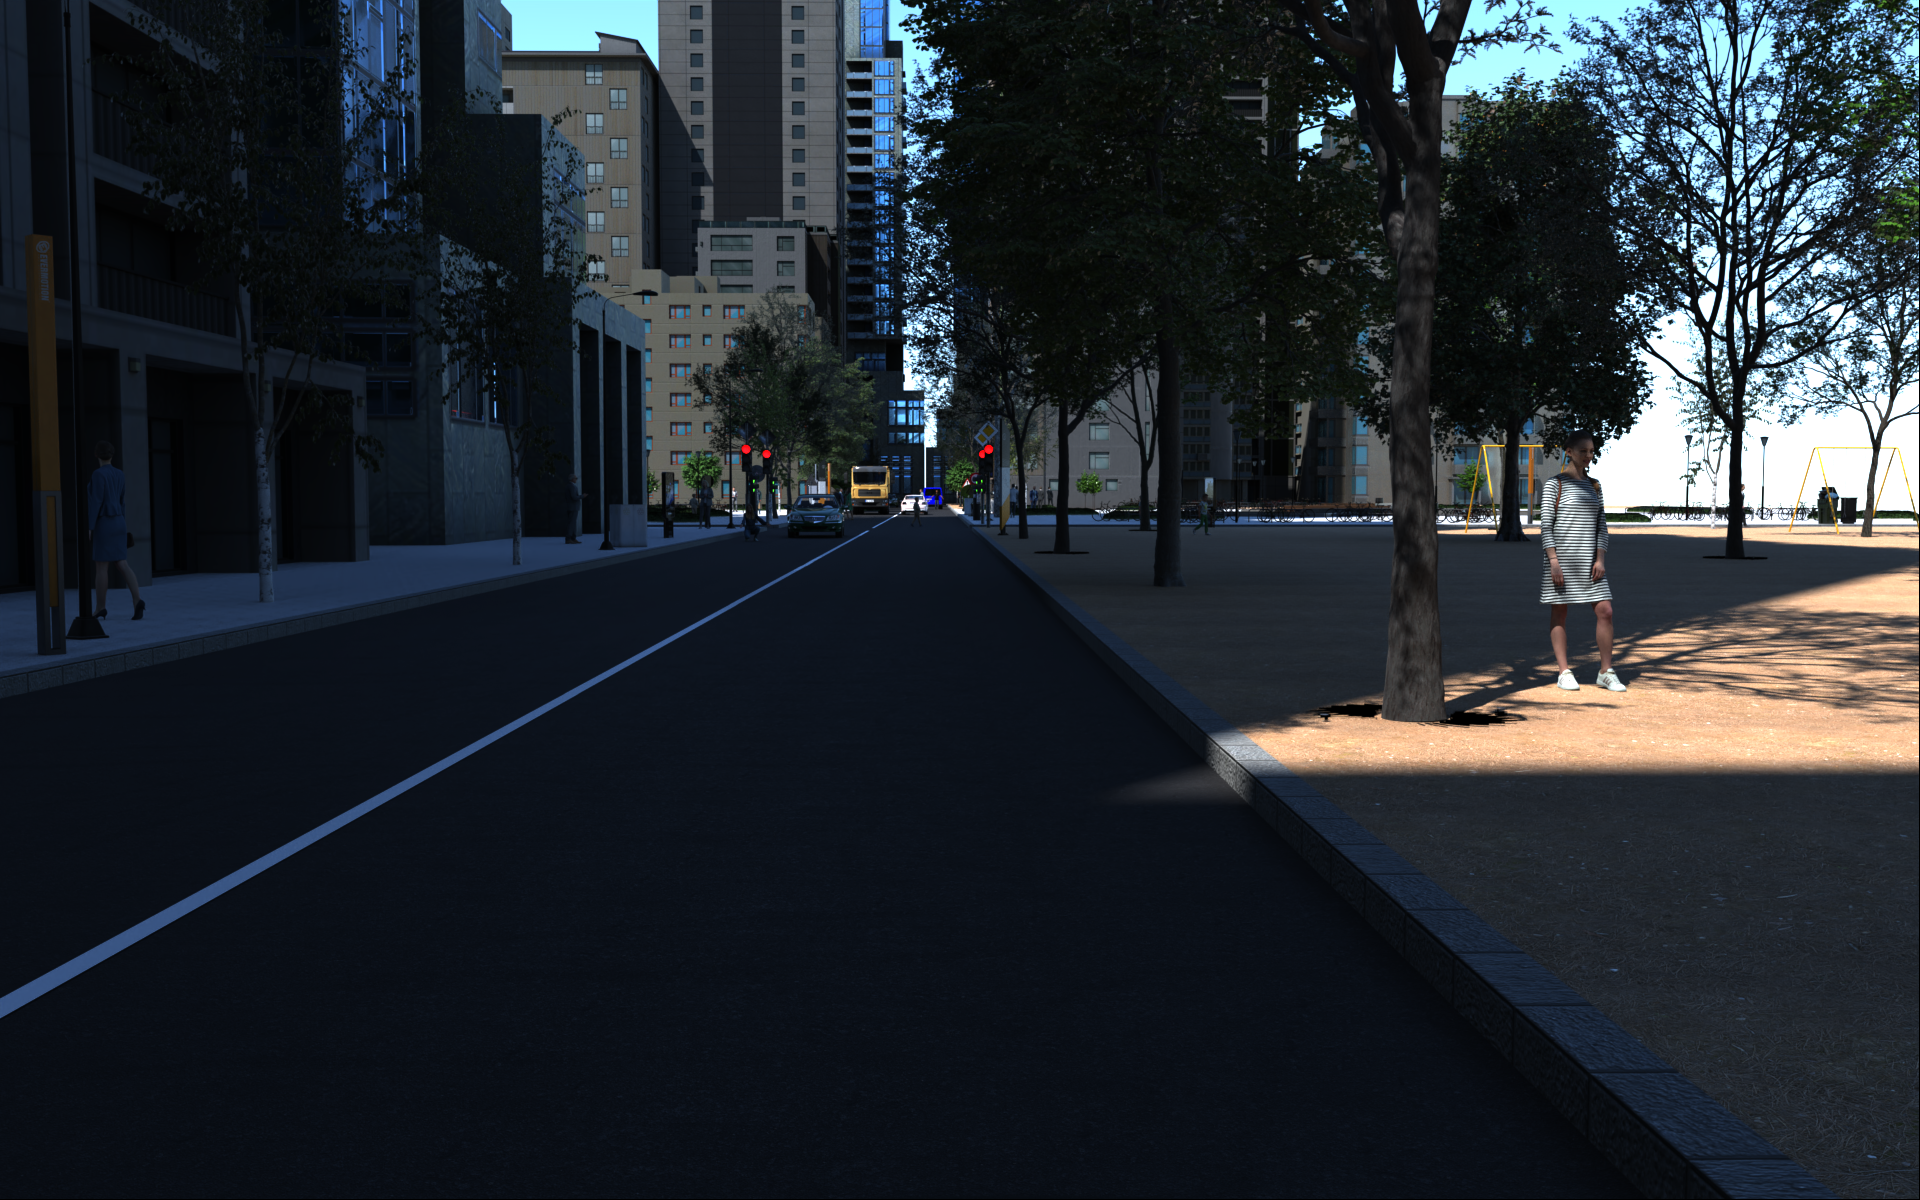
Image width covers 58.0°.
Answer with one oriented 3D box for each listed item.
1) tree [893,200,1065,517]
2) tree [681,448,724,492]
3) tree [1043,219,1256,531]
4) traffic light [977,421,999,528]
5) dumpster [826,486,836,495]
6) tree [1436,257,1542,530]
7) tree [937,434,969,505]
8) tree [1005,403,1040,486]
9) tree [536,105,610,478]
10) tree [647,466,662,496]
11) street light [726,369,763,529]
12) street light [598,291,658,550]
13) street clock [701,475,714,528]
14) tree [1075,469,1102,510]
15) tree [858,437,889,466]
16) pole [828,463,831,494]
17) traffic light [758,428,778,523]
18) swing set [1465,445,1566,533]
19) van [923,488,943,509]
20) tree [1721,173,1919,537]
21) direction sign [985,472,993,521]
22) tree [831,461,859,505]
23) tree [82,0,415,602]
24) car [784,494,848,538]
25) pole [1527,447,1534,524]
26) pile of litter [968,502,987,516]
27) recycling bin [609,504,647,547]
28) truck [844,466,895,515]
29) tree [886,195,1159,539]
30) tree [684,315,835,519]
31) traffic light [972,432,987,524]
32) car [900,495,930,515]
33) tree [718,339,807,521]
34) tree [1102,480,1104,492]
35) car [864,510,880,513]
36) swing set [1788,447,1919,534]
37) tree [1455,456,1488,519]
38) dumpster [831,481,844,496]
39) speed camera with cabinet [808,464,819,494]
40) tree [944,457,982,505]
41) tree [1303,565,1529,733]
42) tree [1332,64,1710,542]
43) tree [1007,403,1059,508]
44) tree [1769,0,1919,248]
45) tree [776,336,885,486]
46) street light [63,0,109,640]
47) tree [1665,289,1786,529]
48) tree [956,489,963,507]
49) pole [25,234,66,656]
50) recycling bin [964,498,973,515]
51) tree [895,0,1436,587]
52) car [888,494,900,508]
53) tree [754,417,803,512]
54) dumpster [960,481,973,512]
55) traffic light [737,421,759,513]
[{"bbox_3d":[3.394,-14.556,93.887,12.611,20.169,13.585,0,3,0],"label":"tree"},{"bbox_3d":[-18.356,-8.523,123.062,4.285,4.588,4.351,0,3,0],"label":"tree"},{"bbox_3d":[6.508,-8.204,59.898,9.928,11.665,9.643,0,3,0],"label":"tree"},{"bbox_3d":[1.070,-4.722,66.118,0.839,4.253,0.868,0,4,-1],"label":"traffic light"},{"bbox_3d":[-9.588,-7.286,124.892,1.264,1.857,1.865,0,4,-1],"label":"dumpster"},{"bbox_3d":[19.582,-8.314,61.691,9.928,11.665,9.643,0,3,0],"label":"tree"},{"bbox_3d":[-0.428,-15.585,205.171,4.360,8.622,3.978,0,3,0],"label":"tree"},{"bbox_3d":[4.496,-11.684,141.390,4.737,8.622,4.395,0,3,0],"label":"tree"},{"bbox_3d":[-8.153,-4.934,31.036,4.360,8.622,3.978,0,3,0],"label":"tree"},{"bbox_3d":[-21.626,-7.736,121.083,1.663,3.219,1.824,0,3,0],"label":"tree"},{"bbox_3d":[-7.986,-5.614,64.326,1.470,5.913,1.316,0,4,-1],"label":"street light"},{"bbox_3d":[-7.587,-4.105,39.665,1.470,5.913,1.316,0,4,-1],"label":"street light"},{"bbox_3d":[-9.617,-3.754,65.954,0.471,2.002,0.358,-1,4,-20],"label":"street clock"},{"bbox_3d":[9.742,-8.660,136.197,1.663,3.219,1.824,0,3,0],"label":"tree"},{"bbox_3d":[-10.978,-16.417,218.784,4.360,8.622,3.978,0,3,0],"label":"tree"},{"bbox_3d":[-8.635,-7.385,114.584,0.158,3.312,0.155,0,3,0],"label":"pole"},{"bbox_3d":[-8.206,-5.201,73.954,0.839,4.253,0.868,0,4,-1],"label":"traffic light"},{"bbox_3d":[18.022,-3.546,55.598,3.119,2.851,2.862,0,4,-4],"label":"swing set"},{"bbox_3d":[-2.633,-9.795,164.532,2.240,2.365,5.245,0,4,-3],"label":"van"},{"bbox_3d":[26.933,-7.126,50.916,8.767,10.594,7.601,0,4,6],"label":"tree"},{"bbox_3d":[1.419,-5.597,83.500,0.379,3.537,0.876,-1,4,-20],"label":"direction sign"},{"bbox_3d":[-10.648,-10.824,160.683,4.285,4.588,4.351,0,3,0],"label":"tree"},{"bbox_3d":[-8.014,-4.273,20.232,4.360,8.622,3.978,0,3,0],"label":"tree"},{"bbox_3d":[-4.831,-2.851,58.419,2.131,1.459,4.920,0,4,-3],"label":"car"},{"bbox_3d":[24.383,-4.901,73.982,0.158,3.312,0.155,0,3,0],"label":"pole"},{"bbox_3d":[1.048,-5.246,99.745,1.176,0.858,1.719,0,4,0],"label":"pile of litter"},{"bbox_3d":[-8.055,-1.805,42.061,0.722,1.027,0.722,-2,4,-31],"label":"recycling bin"},{"bbox_3d":[-6.266,-7.693,121.707,3.469,3.379,9.791,0,4,-2],"label":"truck"},{"bbox_3d":[1.881,-7.054,49.751,8.767,10.594,7.601,0,4,5],"label":"tree"},{"bbox_3d":[-9.922,-9.531,90.237,7.601,10.594,8.767,2,4,29],"label":"tree"},{"bbox_3d":[0.954,-5.210,74.102,0.839,4.253,0.868,0,4,-1],"label":"traffic light"},{"bbox_3d":[-3.148,-6.598,120.236,2.083,1.381,4.827,0,4,-1],"label":"car"},{"bbox_3d":[-9.069,-8.025,81.567,4.737,8.622,4.395,0,3,0],"label":"tree"},{"bbox_3d":[11.257,-9.230,145.510,1.663,3.219,1.824,0,3,0],"label":"tree"},{"bbox_3d":[-6.713,-7.225,129.920,2.131,1.459,4.920,0,4,0],"label":"car"},{"bbox_3d":[29.817,-3.661,57.477,3.119,2.851,2.862,0,4,-5],"label":"swing set"},{"bbox_3d":[26.170,-5.766,88.876,1.663,3.219,1.824,0,3,0],"label":"tree"},{"bbox_3d":[-9.503,-7.803,130.072,1.502,2.255,1.985,0,4,-1],"label":"dumpster"},{"bbox_3d":[-9.701,-7.366,114.776,0.660,3.252,2.038,0,4,-2],"label":"speed camera with cabinet"},{"bbox_3d":[0.544,-10.127,149.291,4.285,4.588,4.351,0,3,0],"label":"tree"},{"bbox_3d":[2.529,-6.071,9.634,12.009,13.543,11.850,0,3,0],"label":"tree"},{"bbox_3d":[14.994,-7.934,46.726,9.611,12.733,9.660,0,3,0],"label":"tree"},{"bbox_3d":[4.846,-10.496,121.966,4.360,8.622,3.978,0,3,0],"label":"tree"},{"bbox_3d":[14.897,-5.975,23.447,9.928,11.665,9.643,0,3,0],"label":"tree"},{"bbox_3d":[-10.706,-14.185,138.572,9.857,13.997,8.962,0,3,0],"label":"tree"},{"bbox_3d":[-7.231,-2.611,15.227,1.470,5.913,1.316,0,4,-1],"label":"street light"},{"bbox_3d":[27.779,-6.911,63.362,4.360,8.622,3.978,0,3,0],"label":"tree"},{"bbox_3d":[0.427,-11.523,183.004,1.663,3.219,1.824,0,3,0],"label":"tree"},{"bbox_3d":[-7.268,-1.218,13.763,0.158,3.312,0.155,0,3,0],"label":"pole"},{"bbox_3d":[0.682,-5.732,106.270,0.722,1.027,0.722,1,4,13],"label":"recycling bin"},{"bbox_3d":[2.506,-6.472,23.950,7.486,12.596,7.792,0,3,0],"label":"tree"},{"bbox_3d":[-7.391,-10.425,182.246,2.131,1.459,4.920,0,4,-2],"label":"car"},{"bbox_3d":[-13.096,-10.682,125.020,4.360,8.622,3.978,0,3,0],"label":"tree"},{"bbox_3d":[0.760,-7.512,125.307,1.502,2.255,1.985,0,4,-1],"label":"dumpster"},{"bbox_3d":[-8.090,-4.712,65.970,0.839,4.253,0.868,0,4,-1],"label":"traffic light"}]
